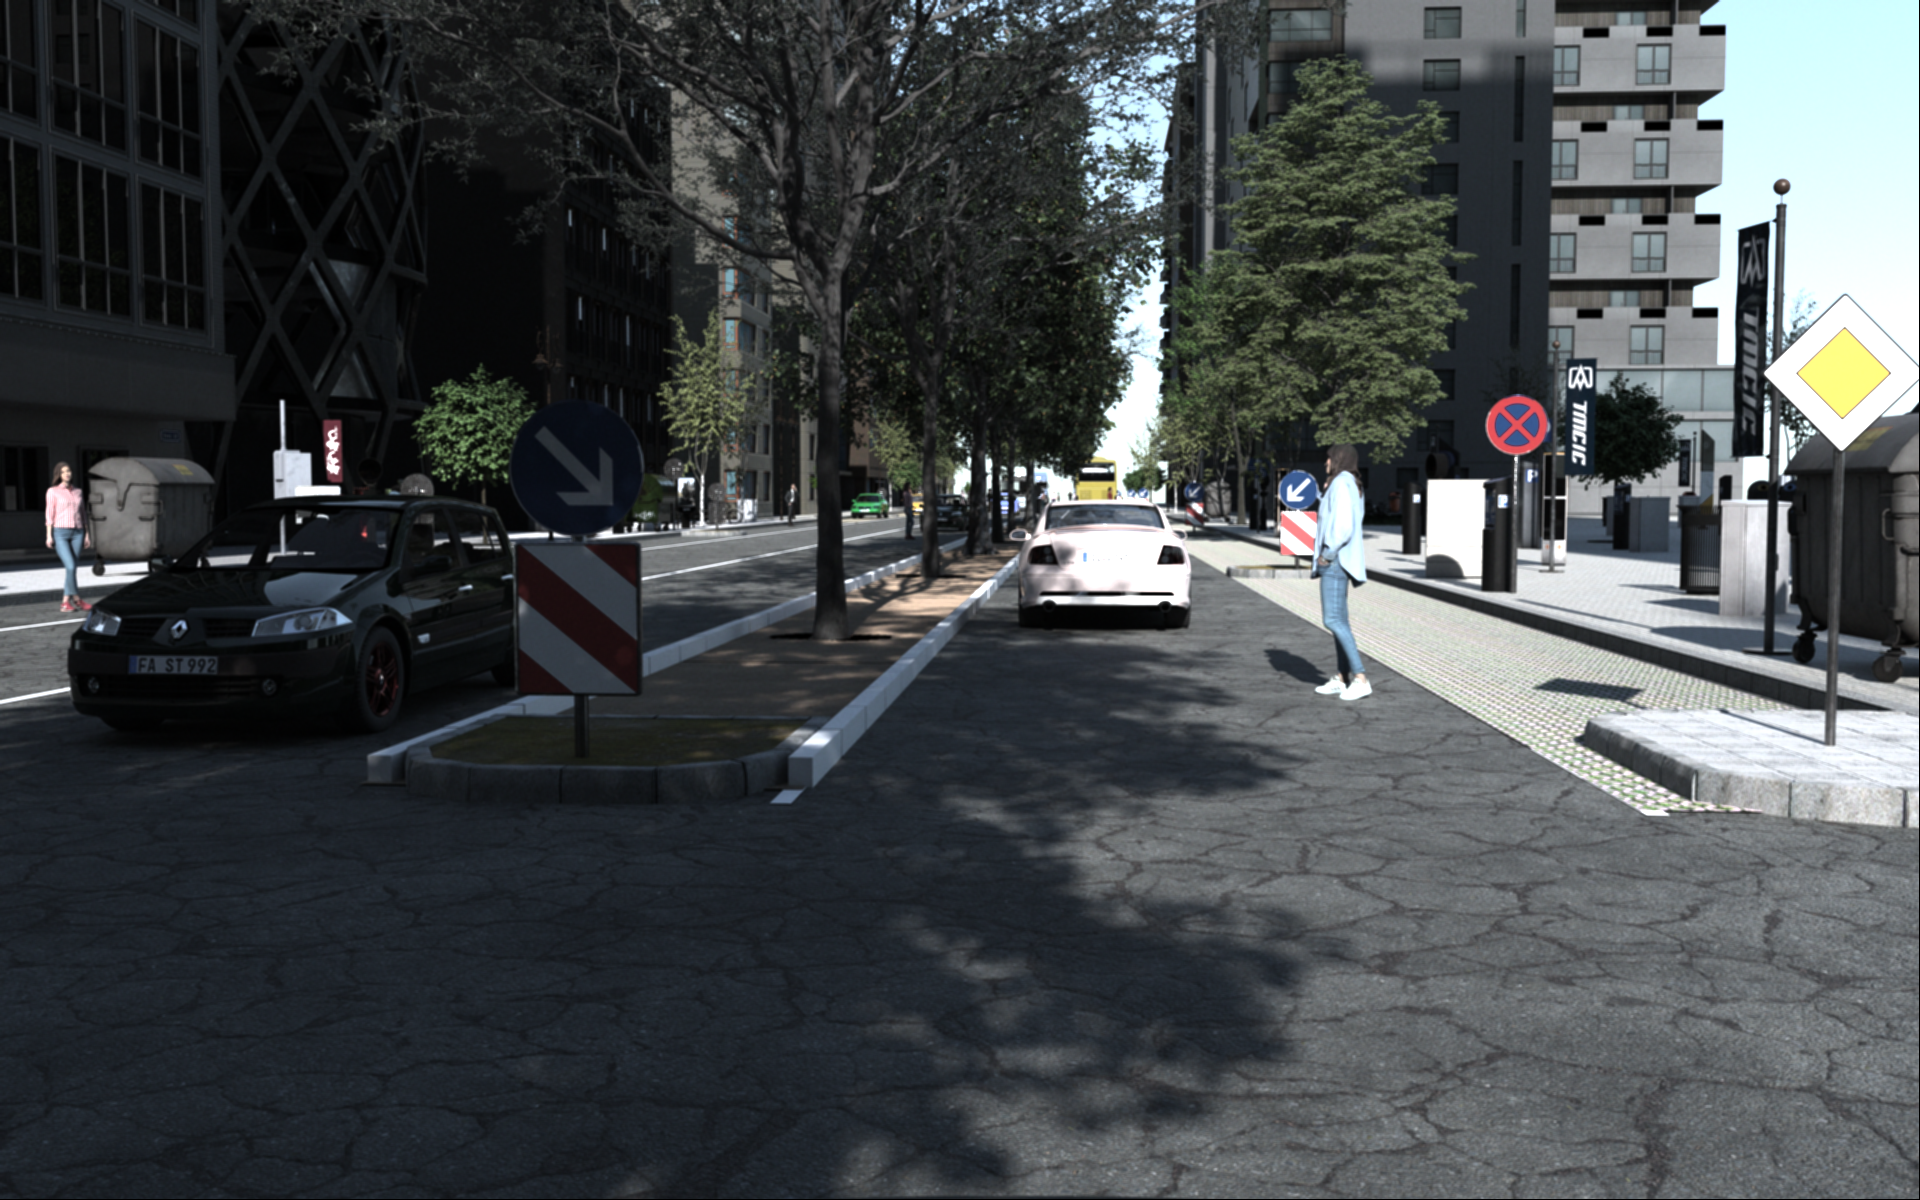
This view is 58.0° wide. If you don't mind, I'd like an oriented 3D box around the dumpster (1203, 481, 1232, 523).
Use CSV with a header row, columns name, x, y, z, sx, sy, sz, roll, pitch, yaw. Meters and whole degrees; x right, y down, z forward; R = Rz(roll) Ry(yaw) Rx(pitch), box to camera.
name,x,y,z,sx,sy,sz,roll,pitch,yaw
dumpster,11.664,-4.444,78.421,1.264,1.857,1.865,0,4,4

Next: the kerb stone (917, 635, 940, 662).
name,x,y,z,sx,sy,sz,roll,pitch,yaw
kerb stone,-0.302,0.440,15.070,0.120,0.150,1.000,0,4,4

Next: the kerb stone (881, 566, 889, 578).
name,x,y,z,sx,sy,sz,roll,pitch,yaw
kerb stone,-1.361,-0.447,29.497,0.120,0.150,1.000,0,4,4

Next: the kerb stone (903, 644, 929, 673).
name,x,y,z,sx,sy,sz,roll,pitch,yaw
kerb stone,-0.376,0.498,14.050,0.120,0.150,1.000,0,4,4

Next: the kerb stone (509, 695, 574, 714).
name,x,y,z,sx,sy,sz,roll,pitch,yaw
kerb stone,-2.684,0.679,11.101,0.120,0.150,1.000,0,4,4

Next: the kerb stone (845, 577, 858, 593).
name,x,y,z,sx,sy,sz,roll,pitch,yaw
kerb stone,-1.656,-0.196,25.402,0.120,0.150,1.000,0,4,4

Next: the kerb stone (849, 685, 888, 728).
name,x,y,z,sx,sy,sz,roll,pitch,yaw
kerb stone,-0.591,0.686,10.986,0.120,0.150,1.000,0,4,4

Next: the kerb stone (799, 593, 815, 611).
name,x,y,z,sx,sy,sz,roll,pitch,yaw
kerb stone,-1.952,0.054,21.310,0.120,0.150,1.000,0,4,4

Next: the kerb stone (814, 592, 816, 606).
name,x,y,z,sx,sy,sz,roll,pitch,yaw
kerb stone,-1.871,-0.005,22.340,0.120,0.150,1.000,0,4,4

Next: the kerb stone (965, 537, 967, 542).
name,x,y,z,sx,sy,sz,roll,pitch,yaw
kerb stone,0.046,-1.630,48.940,0.120,0.150,1.000,0,4,4

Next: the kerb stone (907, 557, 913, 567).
name,x,y,z,sx,sy,sz,roll,pitch,yaw
kerb stone,-1.065,-0.695,33.577,0.120,0.150,1.000,0,4,4

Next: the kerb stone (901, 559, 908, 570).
name,x,y,z,sx,sy,sz,roll,pitch,yaw
kerb stone,-1.128,-0.627,32.555,0.120,0.150,1.000,0,4,4

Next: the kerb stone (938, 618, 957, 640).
name,x,y,z,sx,sy,sz,roll,pitch,yaw
kerb stone,-0.154,0.311,17.116,0.120,0.150,1.000,0,4,4

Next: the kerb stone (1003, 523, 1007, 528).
name,x,y,z,sx,sy,sz,roll,pitch,yaw
kerb stone,2.120,-3.386,77.587,0.120,0.150,1.000,0,4,4

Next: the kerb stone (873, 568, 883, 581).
name,x,y,z,sx,sy,sz,roll,pitch,yaw
kerb stone,-1.427,-0.384,28.477,0.120,0.150,1.000,0,4,4

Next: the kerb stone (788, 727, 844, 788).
name,x,y,z,sx,sy,sz,roll,pitch,yaw
kerb stone,-0.741,0.811,8.937,0.120,0.150,1.000,0,4,4

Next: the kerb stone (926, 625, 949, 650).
name,x,y,z,sx,sy,sz,roll,pitch,yaw
kerb stone,-0.229,0.373,16.089,0.120,0.150,1.000,0,4,4

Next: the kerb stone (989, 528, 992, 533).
name,x,y,z,sx,sy,sz,roll,pitch,yaw
kerb stone,1.309,-2.698,66.328,0.120,0.150,1.000,0,4,4

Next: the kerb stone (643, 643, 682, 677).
name,x,y,z,sx,sy,sz,roll,pitch,yaw
kerb stone,-2.468,0.492,14.162,0.120,0.150,1.000,0,4,4

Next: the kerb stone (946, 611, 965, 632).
name,x,y,z,sx,sy,sz,roll,pitch,yaw
kerb stone,-0.073,0.248,18.136,0.120,0.150,1.000,0,4,4

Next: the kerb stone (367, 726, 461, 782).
name,x,y,z,sx,sy,sz,roll,pitch,yaw
kerb stone,-2.832,0.812,9.056,0.120,0.150,1.000,0,4,4

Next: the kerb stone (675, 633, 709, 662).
name,x,y,z,sx,sy,sz,roll,pitch,yaw
kerb stone,-2.395,0.431,15.193,0.120,0.150,1.000,0,4,4

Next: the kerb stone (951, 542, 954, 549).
name,x,y,z,sx,sy,sz,roll,pitch,yaw
kerb stone,-0.318,-1.318,43.821,0.120,0.150,1.000,0,4,4

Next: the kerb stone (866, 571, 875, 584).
name,x,y,z,sx,sy,sz,roll,pitch,yaw
kerb stone,-1.509,-0.321,27.441,0.120,0.150,1.000,0,4,4

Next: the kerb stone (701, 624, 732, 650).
name,x,y,z,sx,sy,sz,roll,pitch,yaw
kerb stone,-2.323,0.366,16.212,0.120,0.150,1.000,0,4,4

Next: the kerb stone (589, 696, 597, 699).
name,x,y,z,sx,sy,sz,roll,pitch,yaw
kerb stone,-2.617,0.616,12.123,0.120,0.150,1.000,0,4,4

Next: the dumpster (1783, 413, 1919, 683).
name,x,y,z,sx,sy,sz,roll,pitch,yaw
dumpster,6.860,-0.404,12.361,1.264,1.857,1.865,0,4,4

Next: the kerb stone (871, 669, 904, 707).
name,x,y,z,sx,sy,sz,roll,pitch,yaw
kerb stone,-0.517,0.624,12.005,0.120,0.150,1.000,0,4,4

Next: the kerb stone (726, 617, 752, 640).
name,x,y,z,sx,sy,sz,roll,pitch,yaw
kerb stone,-2.254,0.305,17.232,0.120,0.150,1.000,0,4,4

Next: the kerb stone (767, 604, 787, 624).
name,x,y,z,sx,sy,sz,roll,pitch,yaw
kerb stone,-2.094,0.182,19.270,0.120,0.150,1.000,0,4,4

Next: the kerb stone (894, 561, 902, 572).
name,x,y,z,sx,sy,sz,roll,pitch,yaw
kerb stone,-1.207,-0.571,31.536,0.120,0.150,1.000,0,4,4

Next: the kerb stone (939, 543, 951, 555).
name,x,y,z,sx,sy,sz,roll,pitch,yaw
kerb stone,-0.393,-1.259,42.801,0.120,0.150,1.000,0,4,4

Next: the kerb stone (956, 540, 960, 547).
name,x,y,z,sx,sy,sz,roll,pitch,yaw
kerb stone,-0.174,-1.447,45.869,0.120,0.150,1.000,0,4,4

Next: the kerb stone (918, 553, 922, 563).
name,x,y,z,sx,sy,sz,roll,pitch,yaw
kerb stone,-0.918,-0.822,35.631,0.120,0.150,1.000,0,4,4

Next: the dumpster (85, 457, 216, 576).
name,x,y,z,sx,sy,sz,roll,pitch,yaw
dumpster,-12.937,-1.342,27.707,1.264,1.857,1.865,0,4,4

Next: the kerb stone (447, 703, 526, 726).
name,x,y,z,sx,sy,sz,roll,pitch,yaw
kerb stone,-2.762,0.747,10.080,0.120,0.150,1.000,0,4,4

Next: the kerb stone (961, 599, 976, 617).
name,x,y,z,sx,sy,sz,roll,pitch,yaw
kerb stone,0.069,0.125,20.176,0.120,0.150,1.000,0,4,4

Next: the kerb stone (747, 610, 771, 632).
name,x,y,z,sx,sy,sz,roll,pitch,yaw
kerb stone,-2.172,0.245,18.251,0.120,0.150,1.000,0,4,4

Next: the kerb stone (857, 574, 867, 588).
name,x,y,z,sx,sy,sz,roll,pitch,yaw
kerb stone,-1.575,-0.258,26.420,0.120,0.150,1.000,0,4,4

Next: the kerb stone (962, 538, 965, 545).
name,x,y,z,sx,sy,sz,roll,pitch,yaw
kerb stone,-0.031,-1.573,47.917,0.120,0.150,1.000,0,4,4

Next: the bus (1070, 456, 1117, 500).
name,x,y,z,sx,sy,sz,roll,pitch,yaw
bus,8.647,-7.371,112.068,2.896,3.916,12.252,0,4,3

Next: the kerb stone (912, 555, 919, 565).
name,x,y,z,sx,sy,sz,roll,pitch,yaw
kerb stone,-0.985,-0.756,34.602,0.120,0.150,1.000,0,4,4

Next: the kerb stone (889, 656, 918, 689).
name,x,y,z,sx,sy,sz,roll,pitch,yaw
kerb stone,-0.443,0.562,13.027,0.120,0.150,1.000,0,4,4

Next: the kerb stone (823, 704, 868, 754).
name,x,y,z,sx,sy,sz,roll,pitch,yaw
kerb stone,-0.667,0.748,9.965,0.120,0.150,1.000,0,4,4

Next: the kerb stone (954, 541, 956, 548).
name,x,y,z,sx,sy,sz,roll,pitch,yaw
kerb stone,-0.253,-1.384,44.840,0.120,0.150,1.000,0,4,4

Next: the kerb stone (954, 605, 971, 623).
name,x,y,z,sx,sy,sz,roll,pitch,yaw
kerb stone,-0.002,0.186,19.157,0.120,0.150,1.000,0,4,4

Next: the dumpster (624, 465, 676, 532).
name,x,y,z,sx,sy,sz,roll,pitch,yaw
dumpster,-10.558,-3.432,58.611,1.502,2.255,1.985,0,4,4

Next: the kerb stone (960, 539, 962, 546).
name,x,y,z,sx,sy,sz,roll,pitch,yaw
kerb stone,-0.100,-1.510,46.897,0.120,0.150,1.000,0,4,4

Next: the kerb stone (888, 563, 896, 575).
name,x,y,z,sx,sy,sz,roll,pitch,yaw
kerb stone,-1.292,-0.505,30.518,0.120,0.150,1.000,0,4,4

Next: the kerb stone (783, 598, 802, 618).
name,x,y,z,sx,sy,sz,roll,pitch,yaw
kerb stone,-2.019,0.117,20.290,0.120,0.150,1.000,0,4,4
